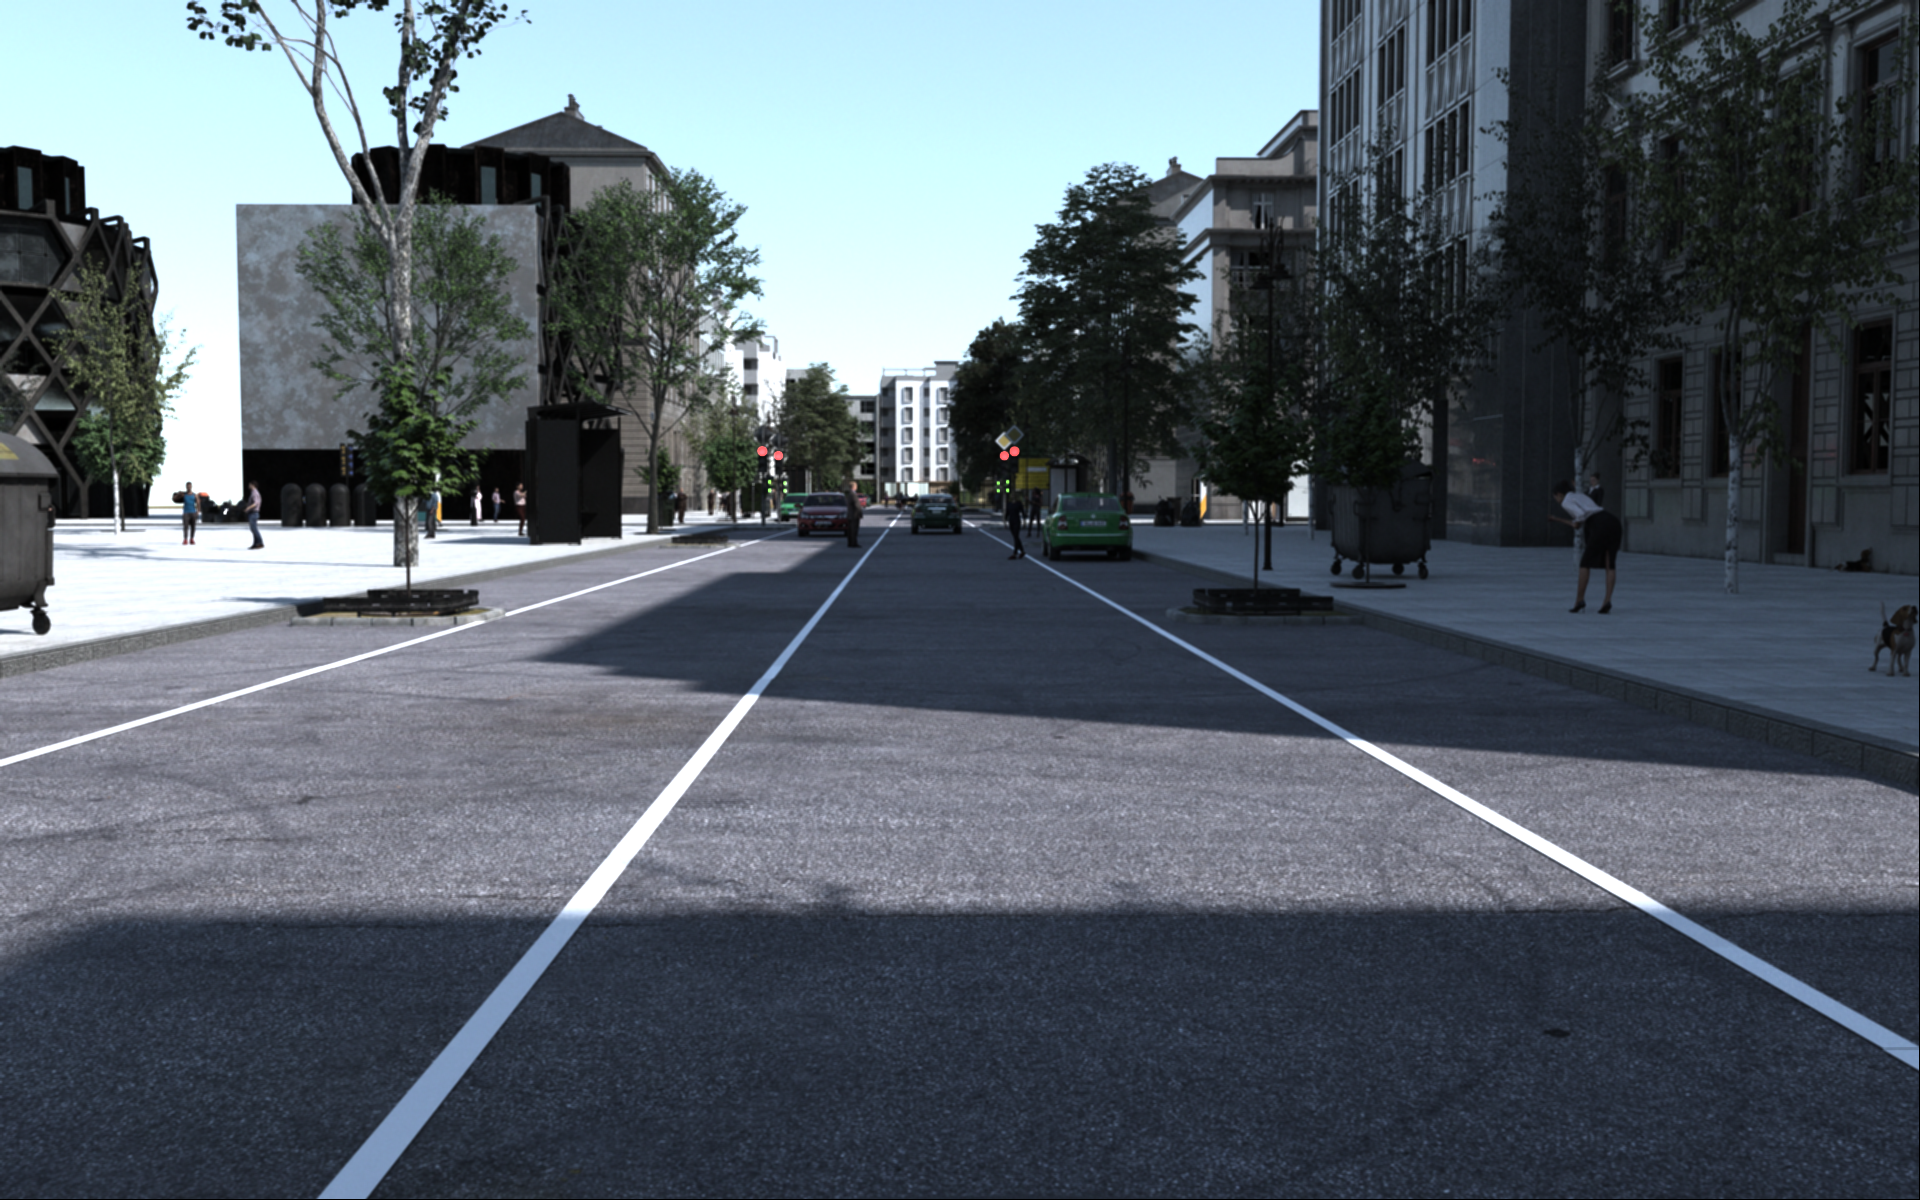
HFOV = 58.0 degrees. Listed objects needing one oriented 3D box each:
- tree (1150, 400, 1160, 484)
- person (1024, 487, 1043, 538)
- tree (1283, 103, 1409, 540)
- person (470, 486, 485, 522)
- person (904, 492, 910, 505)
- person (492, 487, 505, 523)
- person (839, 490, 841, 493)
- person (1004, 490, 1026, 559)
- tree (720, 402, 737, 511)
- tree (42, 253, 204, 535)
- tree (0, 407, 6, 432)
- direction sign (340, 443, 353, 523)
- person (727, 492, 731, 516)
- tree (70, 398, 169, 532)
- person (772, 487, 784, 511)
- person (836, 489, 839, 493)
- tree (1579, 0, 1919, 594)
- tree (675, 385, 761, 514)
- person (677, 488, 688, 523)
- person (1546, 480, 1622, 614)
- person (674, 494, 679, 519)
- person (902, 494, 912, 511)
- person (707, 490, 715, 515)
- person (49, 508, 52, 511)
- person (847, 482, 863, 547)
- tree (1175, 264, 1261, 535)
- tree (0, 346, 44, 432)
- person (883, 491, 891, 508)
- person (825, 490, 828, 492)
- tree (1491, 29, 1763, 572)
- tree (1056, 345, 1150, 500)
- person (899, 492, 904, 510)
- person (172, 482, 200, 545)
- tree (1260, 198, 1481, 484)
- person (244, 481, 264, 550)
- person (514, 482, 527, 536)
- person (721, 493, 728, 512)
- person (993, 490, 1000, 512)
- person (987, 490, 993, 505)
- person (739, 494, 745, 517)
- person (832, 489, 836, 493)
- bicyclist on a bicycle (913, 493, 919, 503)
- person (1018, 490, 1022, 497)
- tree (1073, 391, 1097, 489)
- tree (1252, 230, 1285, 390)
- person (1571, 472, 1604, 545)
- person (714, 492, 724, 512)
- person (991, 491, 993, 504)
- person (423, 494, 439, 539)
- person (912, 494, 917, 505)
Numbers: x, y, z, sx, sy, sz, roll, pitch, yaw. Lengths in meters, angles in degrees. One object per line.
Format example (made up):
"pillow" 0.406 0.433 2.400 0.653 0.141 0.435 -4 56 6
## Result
"tree" 8.708 -8.703 92.657 4.360 8.622 3.978 0 3 0
"person" 2.414 -2.867 56.840 0.593 1.643 0.415 0 4 -4
"tree" 8.702 -5.084 33.487 4.360 8.622 3.978 0 3 0
"person" -22.305 -4.479 79.948 0.621 1.740 0.551 0 4 -2
"person" -6.895 -13.193 225.027 0.721 1.723 1.217 2 4 35
"person" -20.905 -4.293 78.192 0.435 1.587 0.963 0 4 6
"person" -12.724 -10.902 184.969 0.721 1.739 1.217 1 4 16
"person" 1.240 -1.658 38.148 0.480 1.512 0.613 1 4 16
"tree" -16.755 -11.011 130.396 4.360 8.622 3.978 0 3 0
"tree" -26.098 -6.333 53.913 4.737 8.622 4.395 0 3 0
"tree" -24.592 -3.533 41.476 4.285 4.588 4.351 0 3 0
"direction sign" -27.471 -5.237 77.628 0.379 3.537 0.876 1 4 17
"person" -13.280 -5.610 100.044 0.388 1.546 0.482 -3 5 -41
"tree" -28.878 -4.649 59.724 4.285 4.588 4.351 0 3 0
"person" -11.965 -6.623 114.857 0.617 1.759 0.750 -1 4 -15
"person" -13.711 -11.514 194.372 1.350 1.814 0.705 -3 4 -37
"tree" 10.155 -4.379 21.957 4.737 8.622 4.395 0 3 0
"tree" -15.740 -9.788 110.391 4.737 8.622 4.395 0 3 0
"person" -12.253 -4.171 76.509 0.482 1.546 0.388 -3 4 -38
"person" 6.732 -0.580 18.722 0.799 1.438 0.628 1 4 23
"person" -14.561 -4.854 88.596 0.799 1.438 0.628 1 4 21
"person" -4.571 -8.210 145.915 0.628 1.438 0.799 0 4 5
"person" -15.087 -5.915 105.028 0.482 1.546 0.388 2 4 33
"person" -16.841 -1.359 31.448 0.628 1.438 0.799 -2 4 -27
"person" -2.833 -2.299 46.641 0.434 1.755 0.990 -1 4 -19
"tree" 8.861 -6.333 53.905 4.737 8.622 4.395 0 3 0
"tree" -35.842 -6.871 62.701 4.360 8.622 3.978 0 3 0
"person" -7.663 -10.569 181.989 0.721 1.739 1.217 -3 5 -42
"person" -14.319 -10.891 184.557 0.568 1.767 0.683 0 4 5
"tree" 10.260 -4.747 27.972 4.360 8.622 3.978 0 3 0
"tree" 6.302 -7.938 80.151 4.360 8.622 3.978 0 3 0
"person" -5.084 -8.626 151.239 0.593 1.614 0.444 -3 4 -39
"person" -19.687 -2.212 44.077 0.647 1.594 0.662 -2 4 -32
"tree" 10.349 -5.641 42.587 4.737 8.622 4.395 0 3 0
"person" -16.306 -1.954 39.948 0.435 1.587 0.963 -2 4 -26
"person" -13.406 -2.793 53.172 0.517 1.644 0.566 -2 4 -32
"person" -16.687 -7.023 123.074 0.614 1.554 0.590 0 4 0
"person" 2.580 -6.934 121.627 0.429 1.552 0.499 -1 4 -13
"person" 3.514 -12.164 205.455 0.617 1.759 0.750 1 4 16
"person" -12.012 -5.370 96.212 0.453 1.535 0.546 1 4 8
"person" -12.837 -10.486 177.497 1.348 1.822 0.705 3 5 44
"bicyclist on a bicycle" -5.375 -12.374 212.334 1.499 1.676 1.625 0 4 -3
"person" 6.534 -11.551 195.616 1.217 1.743 0.721 -2 4 -35
"tree" 7.195 -9.879 111.888 4.737 8.622 4.395 0 3 0
"tree" 9.880 -5.972 48.003 4.360 8.622 3.978 0 3 0
"person" 12.725 -1.735 35.218 0.742 1.727 0.445 3 5 40
"person" -17.545 -7.149 126.120 0.799 1.438 0.628 -2 4 -33
"person" 4.151 -12.721 214.849 0.721 1.723 1.217 -2 4 -28
"person" -15.226 -2.543 49.840 0.429 1.552 0.499 -1 4 -17
"person" -5.156 -11.145 193.913 0.799 1.438 0.628 -1 4 -14
